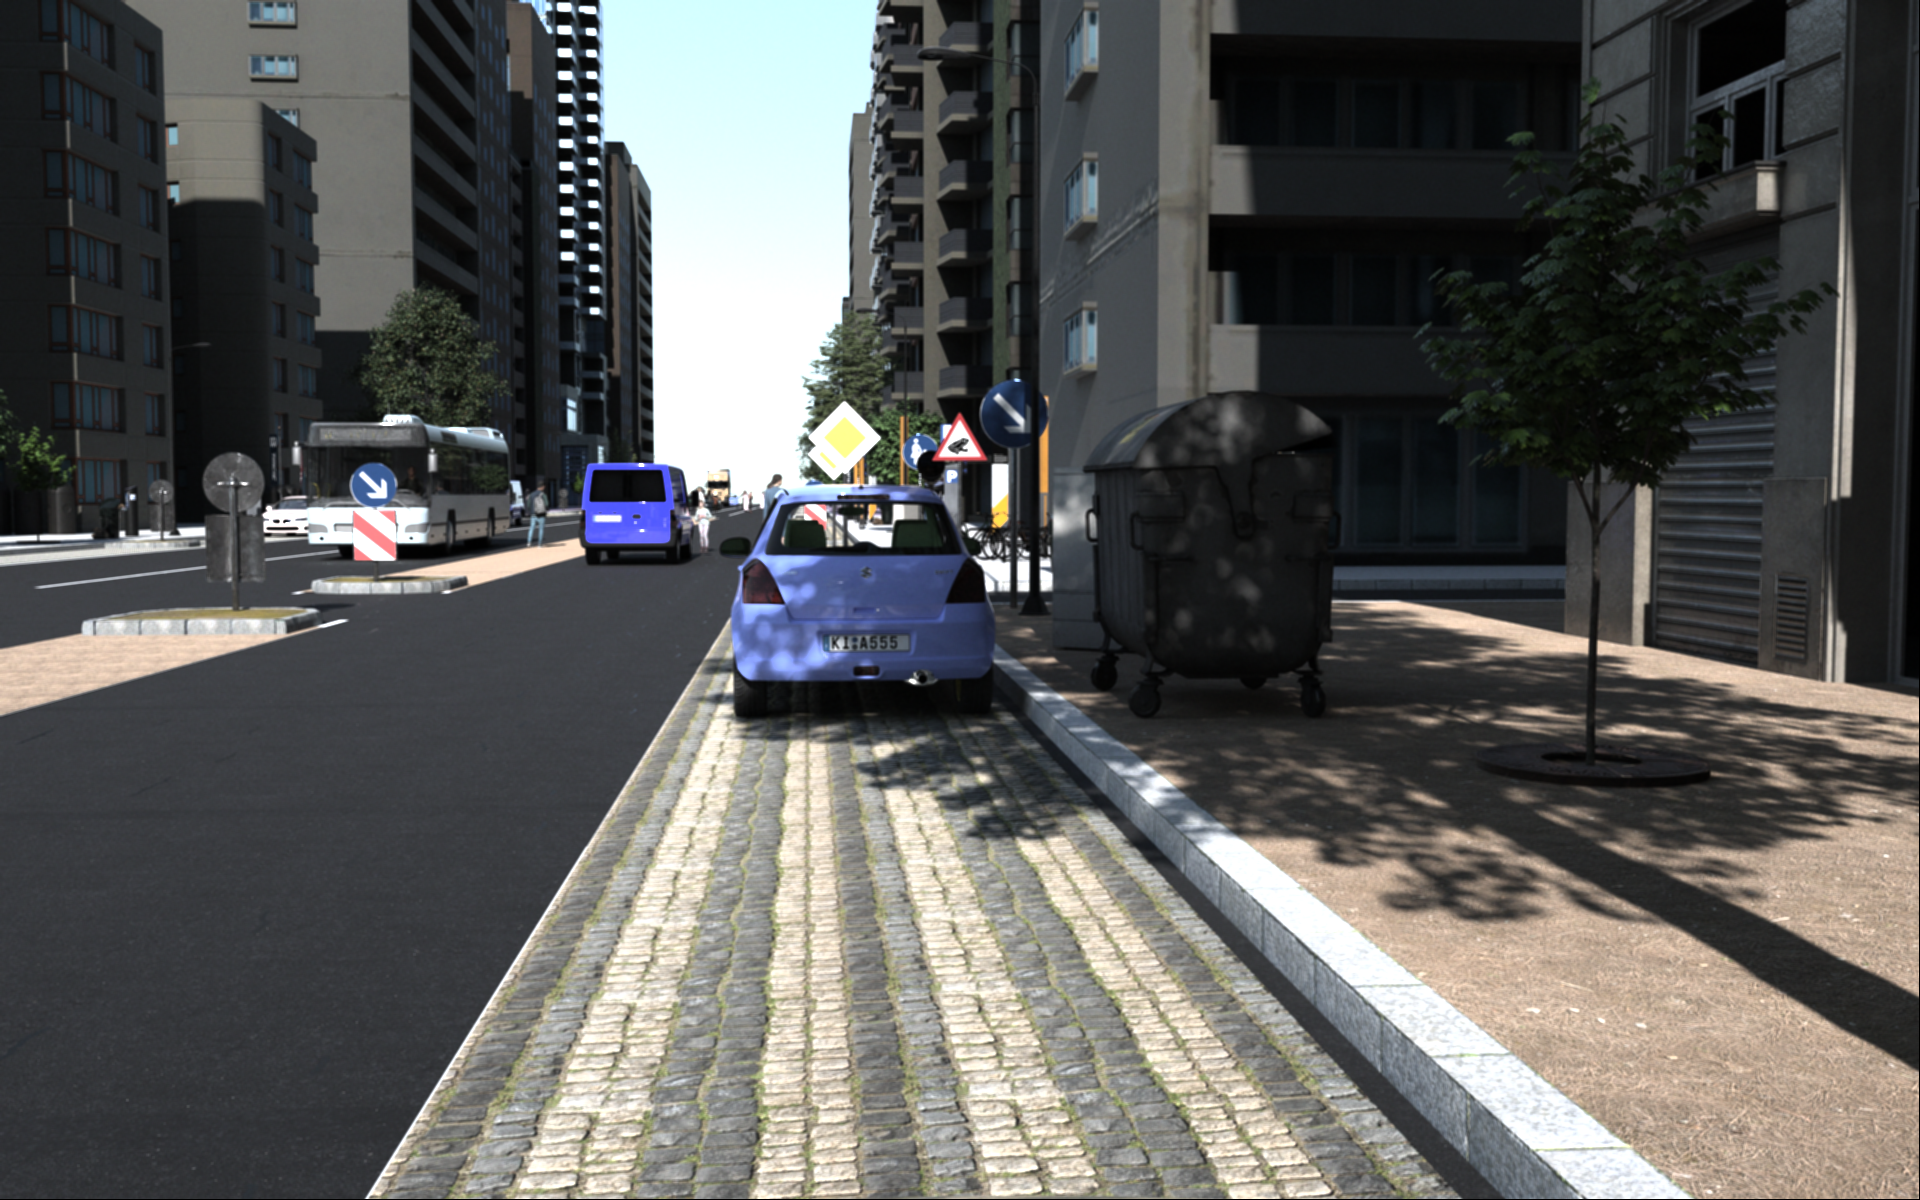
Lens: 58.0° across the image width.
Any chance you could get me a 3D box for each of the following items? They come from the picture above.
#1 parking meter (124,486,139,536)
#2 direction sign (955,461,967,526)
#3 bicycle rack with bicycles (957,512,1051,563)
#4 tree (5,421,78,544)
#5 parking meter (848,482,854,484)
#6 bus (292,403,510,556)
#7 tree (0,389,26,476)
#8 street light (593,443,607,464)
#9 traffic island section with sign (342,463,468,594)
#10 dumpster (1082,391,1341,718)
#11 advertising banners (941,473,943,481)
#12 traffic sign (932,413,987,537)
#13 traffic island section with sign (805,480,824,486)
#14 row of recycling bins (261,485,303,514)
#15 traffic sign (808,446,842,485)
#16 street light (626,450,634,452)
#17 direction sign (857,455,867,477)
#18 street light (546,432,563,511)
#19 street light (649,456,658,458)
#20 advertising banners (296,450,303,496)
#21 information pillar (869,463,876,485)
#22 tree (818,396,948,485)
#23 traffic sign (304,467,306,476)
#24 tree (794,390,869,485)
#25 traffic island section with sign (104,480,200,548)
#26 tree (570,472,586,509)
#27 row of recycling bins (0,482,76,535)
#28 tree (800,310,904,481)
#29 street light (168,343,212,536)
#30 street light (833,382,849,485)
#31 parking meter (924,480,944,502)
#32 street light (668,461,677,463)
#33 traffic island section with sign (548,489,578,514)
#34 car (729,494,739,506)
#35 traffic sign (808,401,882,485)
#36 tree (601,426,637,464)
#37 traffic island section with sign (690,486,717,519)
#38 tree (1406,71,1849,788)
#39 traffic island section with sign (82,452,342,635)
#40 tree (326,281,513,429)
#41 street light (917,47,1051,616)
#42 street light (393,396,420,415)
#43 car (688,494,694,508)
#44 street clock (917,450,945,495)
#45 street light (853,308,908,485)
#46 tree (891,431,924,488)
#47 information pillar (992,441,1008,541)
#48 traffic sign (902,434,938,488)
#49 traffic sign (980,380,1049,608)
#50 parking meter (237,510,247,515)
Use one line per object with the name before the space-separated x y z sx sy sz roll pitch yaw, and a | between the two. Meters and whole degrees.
parking meter | -25.231 -2.711 52.732 0.372 1.533 0.369 0 3 0
direction sign | 0.041 -4.767 69.944 0.379 3.537 0.876 2 4 34
bicycle rack with bicycles | 1.072 -1.233 33.547 2.925 0.926 2.852 -1 4 -23
tree | -24.186 -3.093 45.168 1.663 3.219 1.824 0 3 0
parking meter | -5.390 -4.896 85.754 0.255 1.863 0.399 -2 4 -28
bus | -13.375 -2.930 42.767 2.948 3.499 13.247 0 4 -6
tree | -23.582 -3.471 40.459 4.285 4.588 4.351 0 3 0
street light | -32.957 -11.365 158.356 1.470 5.913 1.316 0 4 -5
traffic island section with sign | -8.568 -1.082 25.820 2.006 1.907 1.989 0 4 -5
dumpster | 1.508 -0.296 10.595 1.264 1.857 1.865 0 4 -5
advertising banners | -0.600 -3.321 50.485 0.090 3.025 2.074 0 4 6
traffic sign | -0.003 -1.699 27.779 0.884 2.594 0.081 0 4 2
traffic island section with sign | -4.230 -2.482 49.211 1.989 1.847 2.006 0 4 -5
row of recycling bins | -29.849 -4.223 76.162 1.069 1.692 3.534 0 4 2
traffic sign | -1.942 -1.408 26.665 0.795 2.450 0.064 0 4 -5
street light | -35.194 -12.927 183.903 1.470 5.913 1.316 0 4 -5
direction sign | -4.577 -5.366 79.728 0.379 3.537 0.876 3 4 36
street light | -30.366 -9.607 129.621 1.470 5.913 1.316 0 4 -5
street light | -37.755 -14.682 212.595 1.470 5.913 1.316 0 4 -5
advertising banners | -25.261 -4.284 66.224 0.090 3.025 2.074 -2 4 -26
information pillar | -3.920 -5.278 77.654 0.183 3.616 0.504 2 4 30
tree | -1.833 -4.562 58.306 4.285 4.588 4.351 0 3 0
traffic sign | -25.759 -4.218 69.078 0.768 2.556 0.104 0 4 -4
tree | -13.640 -16.756 190.964 9.611 12.733 9.660 0 3 0
traffic island section with sign | -21.649 -2.323 46.604 1.989 1.847 2.006 0 4 -5
tree | -33.237 -9.542 150.617 1.663 3.219 1.824 0 3 0
row of recycling bins | -29.866 -2.909 54.672 3.534 1.692 1.069 -1 4 -18
tree | -6.443 -11.582 107.487 7.486 12.596 7.792 0 3 0
street light | -23.708 -4.943 53.353 1.470 5.913 1.316 0 4 -5
street light | -4.574 -6.094 72.173 1.470 5.913 1.316 0 4 -5
parking meter | -0.469 -1.401 31.325 0.372 1.533 0.369 0 3 0
street light | -40.286 -16.500 242.309 1.470 5.913 1.316 0 4 -5
traffic island section with sign | -28.488 -7.082 124.415 1.989 1.847 2.006 0 4 -5
car | -27.807 -12.298 210.661 1.945 1.707 3.694 0 4 -7
traffic sign | -1.242 -0.922 18.710 0.795 2.450 0.064 0 4 -5
tree | -36.688 -14.502 187.462 4.737 8.622 4.395 0 3 0
traffic island section with sign | -15.166 -5.660 100.670 2.006 1.907 1.989 0 4 -5
tree | 2.926 -0.826 8.112 1.663 3.219 1.824 0 3 0
traffic island section with sign | -7.928 -0.630 18.441 2.006 1.907 1.989 0 4 -5
tree | -28.769 -10.782 93.292 9.611 12.733 9.660 0 3 0
street light | 0.255 -2.793 18.210 1.470 5.913 1.316 0 4 -5
street light | -26.184 -6.688 81.896 1.470 5.913 1.316 0 4 -5
car | -24.560 -9.093 160.465 2.131 1.459 4.920 0 4 -6
street clock | -0.483 -1.484 28.836 0.471 2.002 0.358 0 4 -2
street light | -1.904 -4.336 43.434 1.470 5.913 1.316 0 4 -5
tree | -1.598 -3.614 53.686 1.663 3.219 1.824 0 3 0
information pillar | 1.089 -3.459 47.912 0.504 3.616 0.183 -2 4 -29
traffic sign | -0.844 -2.252 36.918 0.768 2.556 0.104 0 4 -3
traffic sign | 0.604 -1.180 19.398 0.768 2.556 0.104 0 4 1
parking meter | -28.388 -3.834 68.404 0.255 1.863 0.399 1 4 10
